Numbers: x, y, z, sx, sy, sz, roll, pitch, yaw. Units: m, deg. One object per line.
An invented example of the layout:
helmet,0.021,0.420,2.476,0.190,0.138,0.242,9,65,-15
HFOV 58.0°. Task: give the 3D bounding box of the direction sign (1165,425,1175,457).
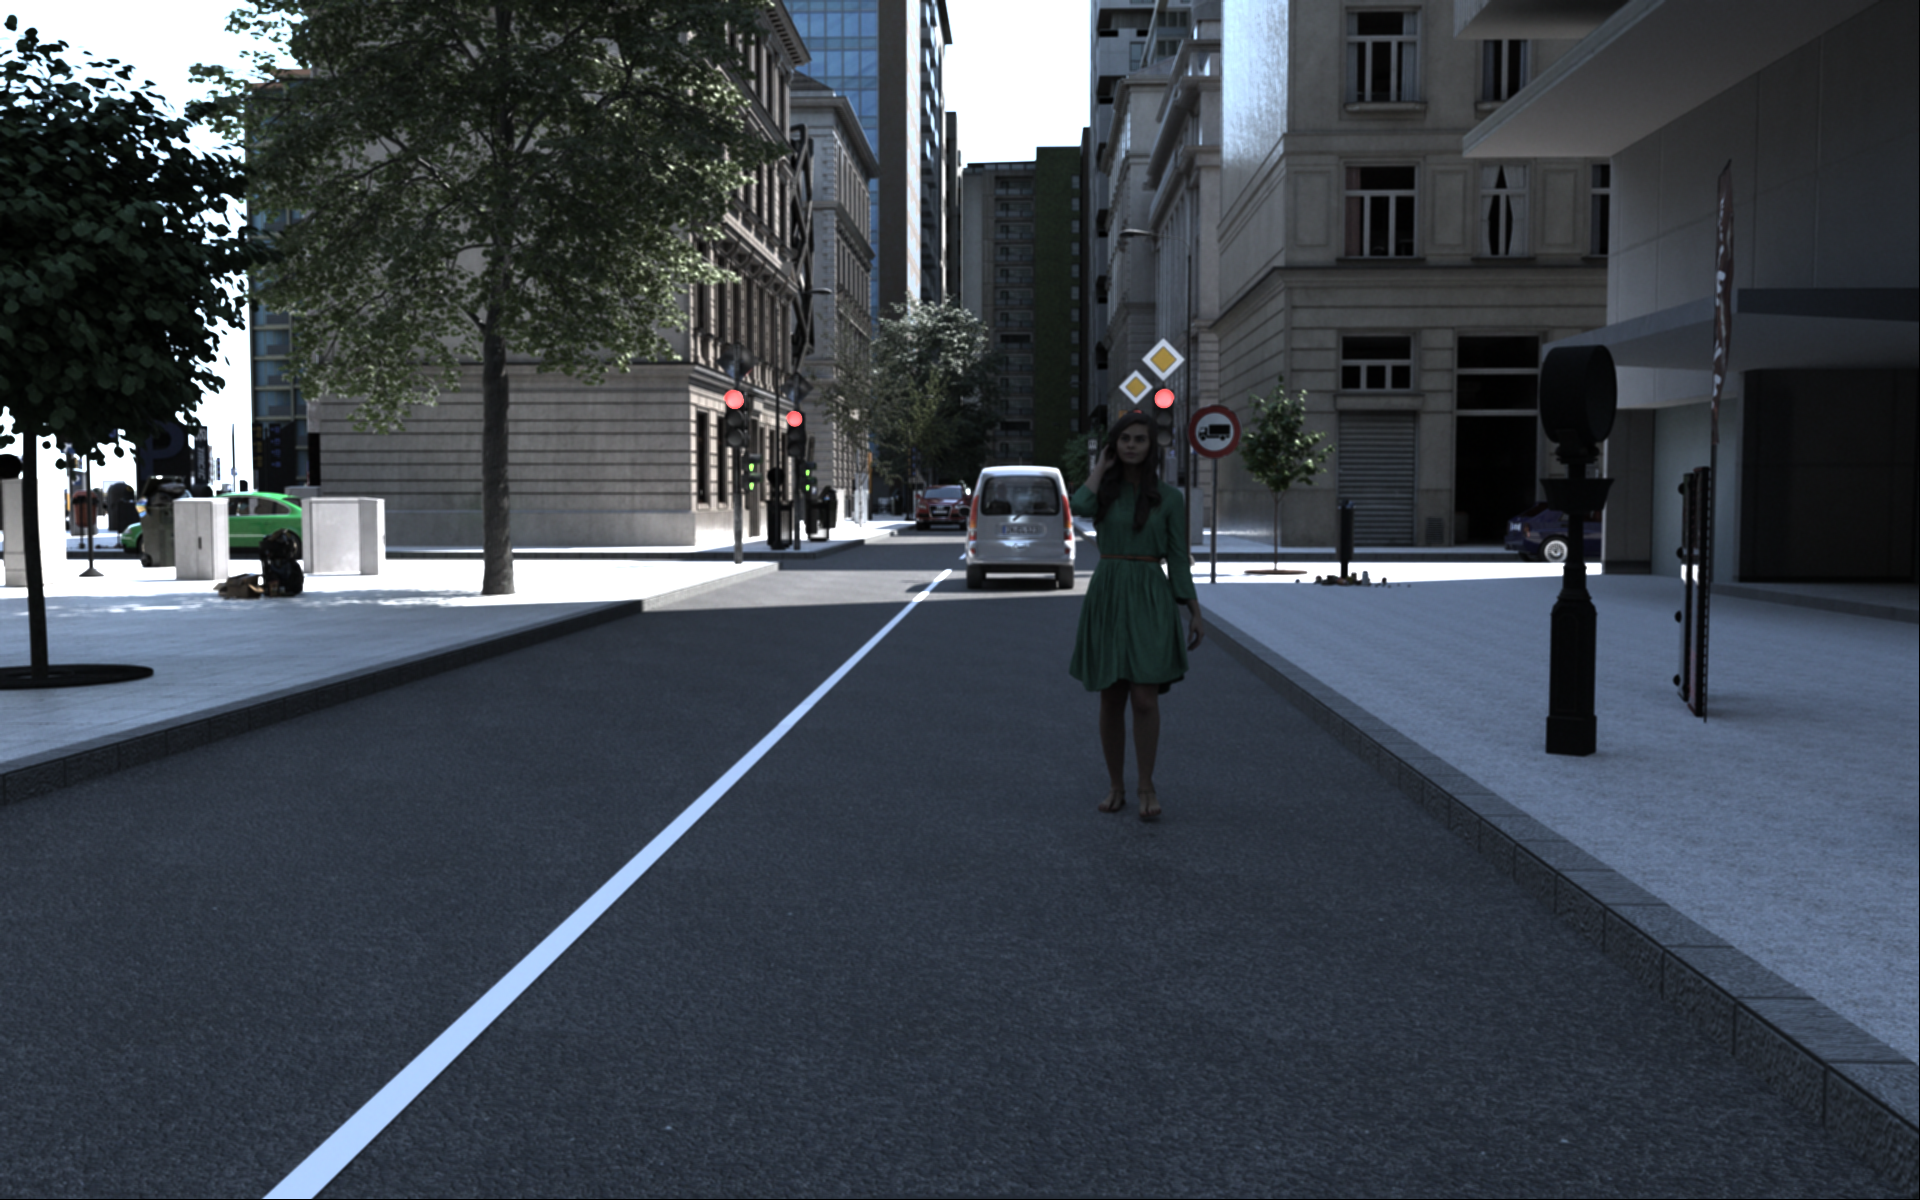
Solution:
direction sign,6.748,-3.932,56.292,0.379,3.537,0.876,3,4,36

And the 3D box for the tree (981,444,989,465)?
tree,1.047,-13.489,170.909,4.737,8.622,4.395,0,3,0

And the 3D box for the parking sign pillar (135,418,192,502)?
parking sign pillar,-21.021,-3.499,45.687,1.447,3.967,1.447,-2,4,-33

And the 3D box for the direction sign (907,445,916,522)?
direction sign,-2.257,-5.434,80.835,0.379,3.537,0.876,-2,4,-26

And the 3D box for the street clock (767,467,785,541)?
street clock,-4.977,-2.588,46.886,0.471,2.002,0.358,-1,4,-14

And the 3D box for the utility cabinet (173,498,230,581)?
utility cabinet,-11.346,-0.901,25.892,1.020,1.237,0.306,2,4,35

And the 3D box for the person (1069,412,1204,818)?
person,0.775,0.062,7.736,0.600,1.795,0.529,0,3,0

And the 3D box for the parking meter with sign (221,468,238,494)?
parking meter with sign,-48.547,-7.243,114.686,1.738,3.016,0.543,2,4,32

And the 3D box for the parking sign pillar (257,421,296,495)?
parking sign pillar,-24.897,-4.562,63.061,1.447,3.967,1.447,-2,4,-27

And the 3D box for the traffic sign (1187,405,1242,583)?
traffic sign,3.642,-1.513,24.839,0.768,2.556,0.104,0,4,7

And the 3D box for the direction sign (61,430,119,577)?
direction sign,-13.445,-2.123,26.705,0.876,3.537,0.379,-1,4,-21

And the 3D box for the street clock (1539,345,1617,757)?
street clock,3.028,-0.242,8.524,0.358,2.002,0.471,3,4,38

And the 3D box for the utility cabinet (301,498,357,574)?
utility cabinet,-10.185,-1.043,28.207,0.306,1.237,1.020,3,4,38

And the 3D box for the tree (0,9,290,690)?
tree,-6.347,-1.728,11.971,4.285,4.588,4.351,0,3,0

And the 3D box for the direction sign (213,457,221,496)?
direction sign,-45.212,-6.925,105.217,0.379,3.537,0.876,1,4,22

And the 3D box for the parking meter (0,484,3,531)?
parking meter,-33.211,-3.329,60.134,0.255,1.863,0.399,-1,4,-13

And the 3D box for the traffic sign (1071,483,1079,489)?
traffic sign,6.837,-6.131,100.247,0.884,2.594,0.081,1,4,9

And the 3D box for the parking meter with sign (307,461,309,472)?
parking meter with sign,-34.177,-5.823,91.471,0.543,3.016,1.738,-1,4,-19

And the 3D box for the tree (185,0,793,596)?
tree,-5.485,-6.329,21.605,7.486,12.596,7.792,0,3,0

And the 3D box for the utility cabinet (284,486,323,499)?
utility cabinet,-18.854,-2.516,49.817,1.173,1.500,0.318,1,4,21

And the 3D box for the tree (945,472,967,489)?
tree,-0.415,-9.195,144.943,1.663,3.219,1.824,0,3,0

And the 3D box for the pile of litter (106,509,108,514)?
pile of litter,-54.571,-5.905,110.508,1.176,0.858,1.719,-1,4,-9

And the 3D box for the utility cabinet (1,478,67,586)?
utility cabinet,-12.942,-0.950,24.208,0.318,1.500,1.173,0,4,-3

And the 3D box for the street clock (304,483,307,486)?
street clock,-41.631,-6.479,110.503,0.471,2.002,0.358,3,5,39

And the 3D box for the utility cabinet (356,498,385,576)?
utility cabinet,-9.357,-1.005,27.598,0.306,1.237,1.020,-1,4,-13

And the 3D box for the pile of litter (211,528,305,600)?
pile of litter,-8.853,-0.478,21.784,1.176,0.858,1.719,0,4,4

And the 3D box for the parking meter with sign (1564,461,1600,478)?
parking meter with sign,14.194,-2.649,39.568,1.738,3.016,0.543,2,4,31

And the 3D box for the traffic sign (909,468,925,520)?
traffic sign,-2.138,-5.155,84.287,0.884,2.594,0.081,0,4,6

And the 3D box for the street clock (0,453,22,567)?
street clock,-16.830,-1.593,30.617,0.471,2.002,0.358,-3,4,-38

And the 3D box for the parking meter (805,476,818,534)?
parking meter,-4.779,-3.059,55.723,0.255,1.863,0.399,3,4,36

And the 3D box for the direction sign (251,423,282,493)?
direction sign,-22.136,-3.874,55.338,0.876,3.537,0.379,-2,4,-24

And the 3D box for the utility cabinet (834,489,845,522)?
utility cabinet,-5.724,-4.277,78.609,0.318,1.500,1.173,2,4,35

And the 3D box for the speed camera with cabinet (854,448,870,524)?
speed camera with cabinet,-4.212,-4.887,74.246,0.660,3.252,2.038,0,4,-1

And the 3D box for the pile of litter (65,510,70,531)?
pile of litter,-31.622,-2.899,61.365,1.176,0.858,1.719,-2,4,-33

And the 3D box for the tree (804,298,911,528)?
tree,-3.710,-6.975,64.403,4.360,8.622,3.978,0,3,0

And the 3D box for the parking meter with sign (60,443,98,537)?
parking meter with sign,-26.727,-3.448,52.633,0.543,3.016,1.738,-1,4,-9

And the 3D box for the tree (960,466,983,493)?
tree,1.572,-12.155,182.445,4.285,4.588,4.351,0,3,0

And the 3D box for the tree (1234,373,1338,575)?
tree,5.212,-2.029,27.771,1.663,3.219,1.824,0,3,0

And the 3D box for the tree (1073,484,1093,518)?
tree,6.651,-5.960,92.042,1.663,3.219,1.824,0,3,0

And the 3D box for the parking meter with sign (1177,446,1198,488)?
parking meter with sign,6.444,-3.374,51.420,1.738,3.016,0.543,-3,5,-42

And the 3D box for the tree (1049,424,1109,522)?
tree,6.452,-6.150,84.263,4.285,4.588,4.351,0,3,0

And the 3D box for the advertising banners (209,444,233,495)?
advertising banners,-25.844,-3.932,60.480,0.090,3.025,2.074,-3,5,-44

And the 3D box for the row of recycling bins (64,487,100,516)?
row of recycling bins,-51.142,-5.694,100.215,3.534,1.692,1.069,0,4,6

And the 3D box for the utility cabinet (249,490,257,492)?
utility cabinet,-38.977,-5.350,96.157,1.173,1.500,0.318,0,4,-4

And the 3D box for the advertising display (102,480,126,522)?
advertising display,-38.320,-4.481,78.479,0.974,1.923,0.123,-1,4,-21

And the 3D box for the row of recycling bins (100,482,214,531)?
row of recycling bins,-28.381,-3.328,61.519,3.534,1.692,1.069,-3,5,-43

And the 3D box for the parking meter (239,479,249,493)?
parking meter,-28.308,-3.840,68.493,0.255,1.863,0.399,0,4,-1

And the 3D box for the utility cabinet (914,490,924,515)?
utility cabinet,-2.438,-5.944,105.860,0.318,1.500,1.173,-2,4,-28

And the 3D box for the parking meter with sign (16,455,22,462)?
parking meter with sign,-41.430,-4.914,76.609,0.543,3.016,1.738,-2,4,-28

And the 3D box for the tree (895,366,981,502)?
tree,-1.979,-9.203,100.837,4.737,8.622,4.395,0,3,0

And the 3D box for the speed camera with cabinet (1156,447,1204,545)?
speed camera with cabinet,5.355,-2.988,43.185,0.660,3.252,2.038,3,4,36

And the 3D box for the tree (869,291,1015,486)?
tree,-1.632,-12.402,109.435,9.857,13.997,8.962,0,3,0
